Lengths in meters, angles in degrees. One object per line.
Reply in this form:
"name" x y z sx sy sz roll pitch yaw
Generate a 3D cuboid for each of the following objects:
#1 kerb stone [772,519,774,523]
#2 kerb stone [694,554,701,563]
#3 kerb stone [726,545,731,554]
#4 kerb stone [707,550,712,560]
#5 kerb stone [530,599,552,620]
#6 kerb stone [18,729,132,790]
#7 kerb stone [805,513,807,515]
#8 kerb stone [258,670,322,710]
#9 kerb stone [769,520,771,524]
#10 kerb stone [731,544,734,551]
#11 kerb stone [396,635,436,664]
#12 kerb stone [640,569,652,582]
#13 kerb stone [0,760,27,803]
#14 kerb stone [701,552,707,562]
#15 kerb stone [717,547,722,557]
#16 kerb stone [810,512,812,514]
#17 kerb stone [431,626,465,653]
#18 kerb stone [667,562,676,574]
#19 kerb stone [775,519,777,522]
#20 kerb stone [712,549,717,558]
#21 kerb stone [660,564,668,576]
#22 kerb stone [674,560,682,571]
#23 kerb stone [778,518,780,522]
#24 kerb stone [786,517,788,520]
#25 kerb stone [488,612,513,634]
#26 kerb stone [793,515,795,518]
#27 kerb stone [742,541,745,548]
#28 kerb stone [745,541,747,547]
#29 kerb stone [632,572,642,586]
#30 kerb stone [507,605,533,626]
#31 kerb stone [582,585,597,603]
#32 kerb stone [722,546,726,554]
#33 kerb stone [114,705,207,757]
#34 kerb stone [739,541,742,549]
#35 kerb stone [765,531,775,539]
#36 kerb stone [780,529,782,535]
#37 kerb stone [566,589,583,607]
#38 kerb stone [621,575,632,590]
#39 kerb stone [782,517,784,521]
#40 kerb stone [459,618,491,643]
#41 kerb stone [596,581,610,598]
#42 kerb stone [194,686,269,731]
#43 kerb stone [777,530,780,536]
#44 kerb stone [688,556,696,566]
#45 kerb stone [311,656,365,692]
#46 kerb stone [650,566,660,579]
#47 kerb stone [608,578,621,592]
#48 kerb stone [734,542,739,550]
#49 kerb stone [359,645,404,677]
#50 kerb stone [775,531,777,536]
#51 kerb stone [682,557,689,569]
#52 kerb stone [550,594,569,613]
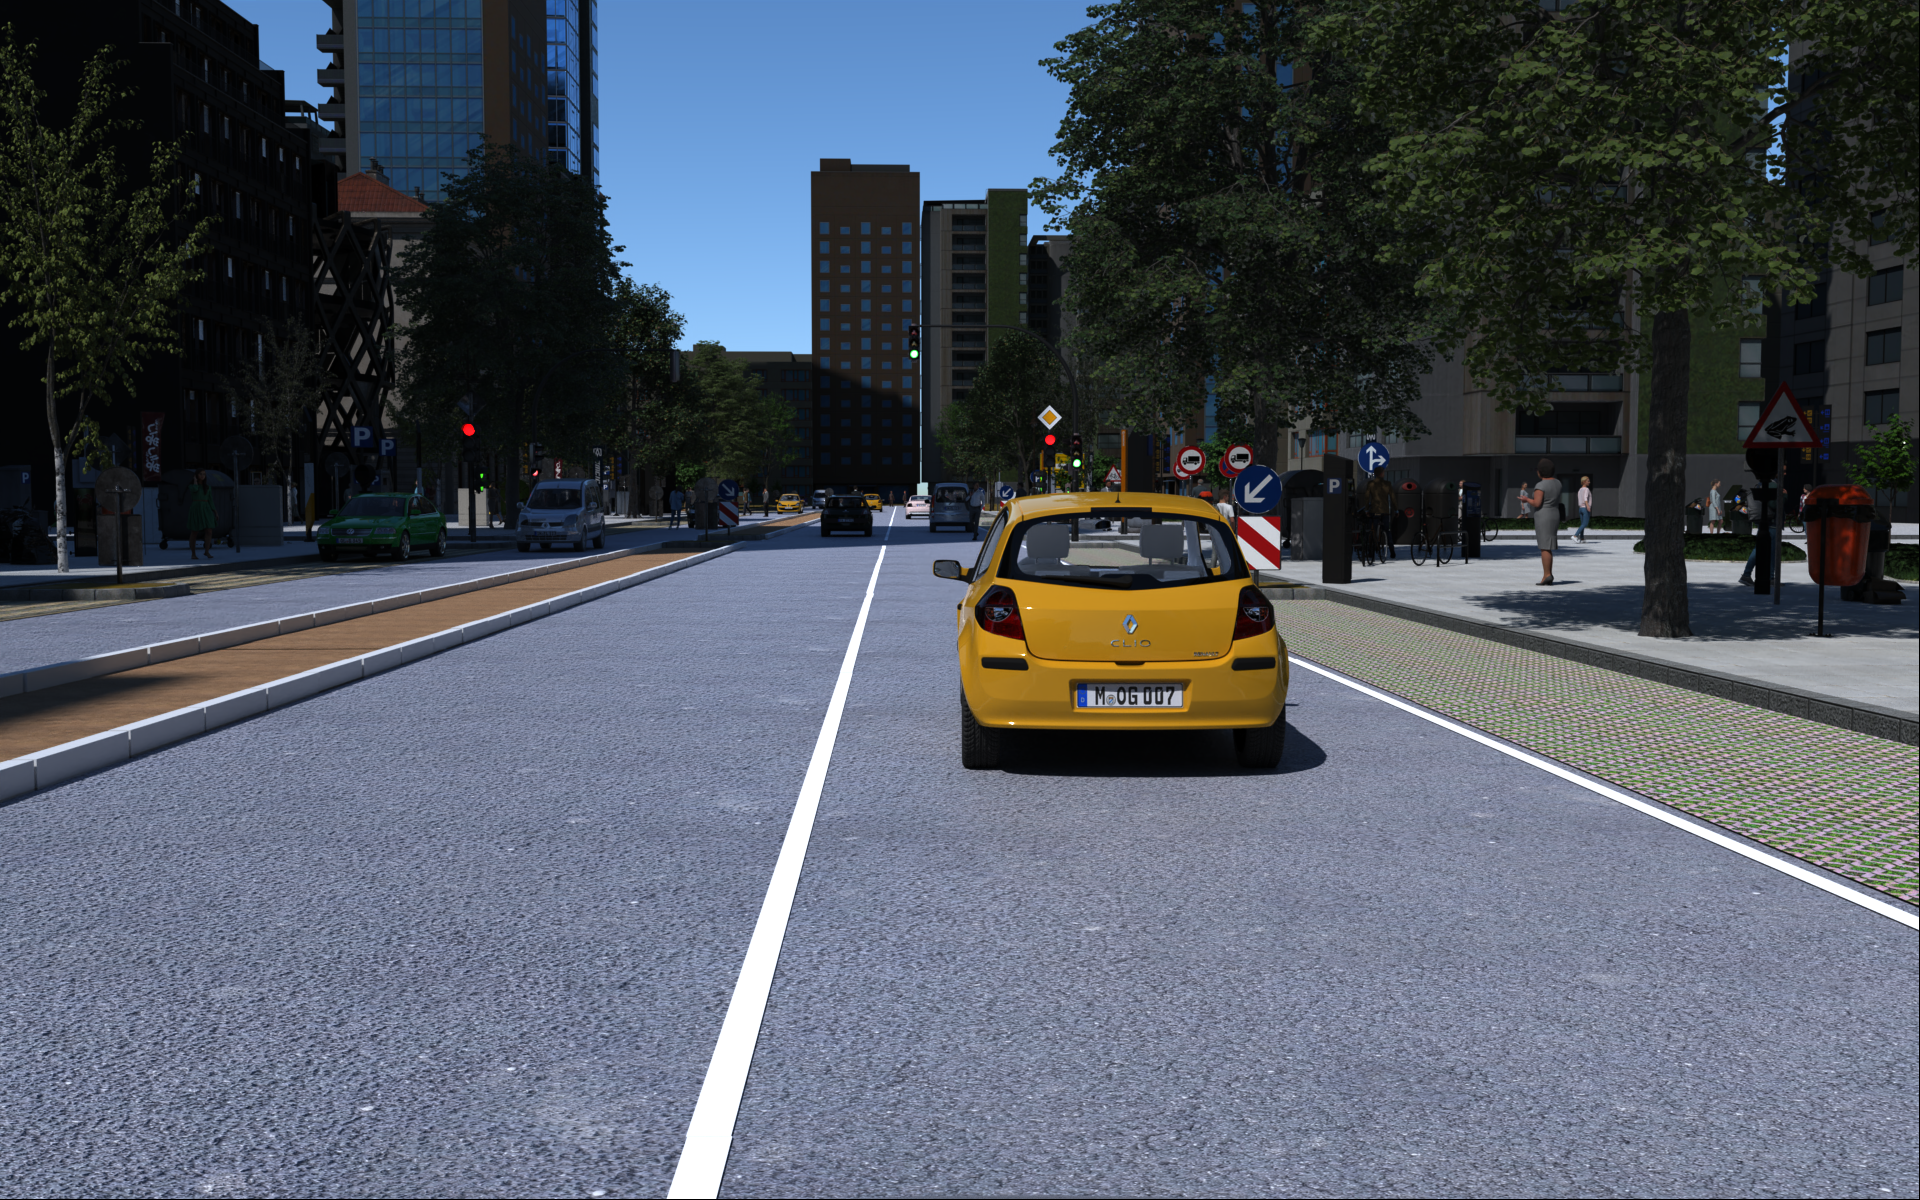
"kerb stone" -9.276 -3.791 84.172 0.120 0.150 1.000 0 4 -2
"kerb stone" -5.472 -0.814 35.501 0.120 0.150 1.000 0 4 -2
"kerb stone" -5.681 -1.190 41.644 0.120 0.150 1.000 0 4 -2
"kerb stone" -5.541 -0.938 37.544 0.120 0.150 1.000 0 4 -2
"kerb stone" -4.941 0.129 20.142 0.120 0.150 1.000 0 4 -2
"kerb stone" -4.542 0.815 8.875 0.120 0.150 1.000 0 4 -2
"kerb stone" -10.306 -5.607 113.873 0.120 0.150 1.000 0 4 -2
"kerb stone" -4.653 0.627 11.952 0.120 0.150 1.000 0 4 -2
"kerb stone" -9.197 -3.665 82.122 0.120 0.150 1.000 0 4 -2
"kerb stone" -5.729 -1.252 42.665 0.120 0.150 1.000 0 4 -2
"kerb stone" -4.761 0.441 15.028 0.120 0.150 1.000 0 4 -2
"kerb stone" -5.223 -0.376 28.345 0.120 0.150 1.000 0 4 -2
"kerb stone" -4.509 0.877 7.854 0.120 0.150 1.000 0 4 -2
"kerb stone" -5.509 -0.874 36.523 0.120 0.150 1.000 0 4 -2
"kerb stone" -5.618 -1.064 39.590 0.120 0.150 1.000 0 4 -2
"kerb stone" -10.519 -5.984 120.039 0.120 0.150 1.000 0 4 -2
"kerb stone" -4.802 0.382 16.055 0.120 0.150 1.000 0 4 -2
"kerb stone" -5.324 -0.561 31.412 0.120 0.150 1.000 0 4 -2
"kerb stone" -9.335 -3.912 86.222 0.120 0.150 1.000 0 4 -2
"kerb stone" -5.584 -0.998 38.565 0.120 0.150 1.000 0 4 -2
"kerb stone" -5.293 -0.501 30.391 0.120 0.150 1.000 0 4 -2
"kerb stone" -5.369 -0.626 32.436 0.120 0.150 1.000 0 4 -2
"kerb stone" -9.413 -4.034 88.265 0.120 0.150 1.000 0 4 -2
"kerb stone" -9.634 -4.415 94.424 0.120 0.150 1.000 0 4 -2
"kerb stone" -4.873 0.257 18.099 0.120 0.150 1.000 0 4 -2
"kerb stone" -9.843 -4.793 100.566 0.120 0.150 1.000 0 4 -2
"kerb stone" -5.839 -1.433 45.742 0.120 0.150 1.000 0 4 -2
"kerb stone" -5.868 -1.499 46.764 0.120 0.150 1.000 0 4 -2
"kerb stone" -5.186 -0.305 27.318 0.120 0.150 1.000 0 4 -2
"kerb stone" -4.907 0.191 19.120 0.120 0.150 1.000 0 4 -2
"kerb stone" -5.043 -0.063 23.219 0.120 0.150 1.000 0 4 -2
"kerb stone" -5.654 -1.121 40.613 0.120 0.150 1.000 0 4 -2
"kerb stone" -4.582 0.752 9.906 0.120 0.150 1.000 0 4 -2
"kerb stone" -5.793 -1.378 44.721 0.120 0.150 1.000 0 4 -2
"kerb stone" -6.211 -2.099 56.540 0.120 0.150 1.000 0 4 -2
"kerb stone" -6.312 -2.289 59.622 0.120 0.150 1.000 0 4 -2
"kerb stone" -5.012 0.000 22.192 0.120 0.150 1.000 0 4 -2
"kerb stone" -5.150 -0.244 26.296 0.120 0.150 1.000 0 4 -2
"kerb stone" -9.518 -4.229 91.336 0.120 0.150 1.000 0 4 -2
"kerb stone" -4.833 0.313 17.078 0.120 0.150 1.000 0 4 -2
"kerb stone" -5.081 -0.126 24.248 0.120 0.150 1.000 0 4 -2
"kerb stone" -4.618 0.689 10.927 0.120 0.150 1.000 0 4 -2
"kerb stone" -6.273 -2.224 58.594 0.120 0.150 1.000 0 4 -2
"kerb stone" -5.431 -0.747 34.480 0.120 0.150 1.000 0 4 -2
"kerb stone" -4.696 0.564 12.973 0.120 0.150 1.000 0 4 -2
"kerb stone" -5.258 -0.439 29.369 0.120 0.150 1.000 0 4 -2
"kerb stone" -5.121 -0.188 25.270 0.120 0.150 1.000 0 4 -2
"kerb stone" -5.755 -1.311 43.689 0.120 0.150 1.000 0 4 -2
"kerb stone" -4.725 0.502 14.003 0.120 0.150 1.000 0 4 -2
"kerb stone" -6.247 -2.161 57.567 0.120 0.150 1.000 0 4 -2
"kerb stone" -5.404 -0.686 33.459 0.120 0.150 1.000 0 4 -2
"kerb stone" -4.969 0.063 21.163 0.120 0.150 1.000 0 4 -2
